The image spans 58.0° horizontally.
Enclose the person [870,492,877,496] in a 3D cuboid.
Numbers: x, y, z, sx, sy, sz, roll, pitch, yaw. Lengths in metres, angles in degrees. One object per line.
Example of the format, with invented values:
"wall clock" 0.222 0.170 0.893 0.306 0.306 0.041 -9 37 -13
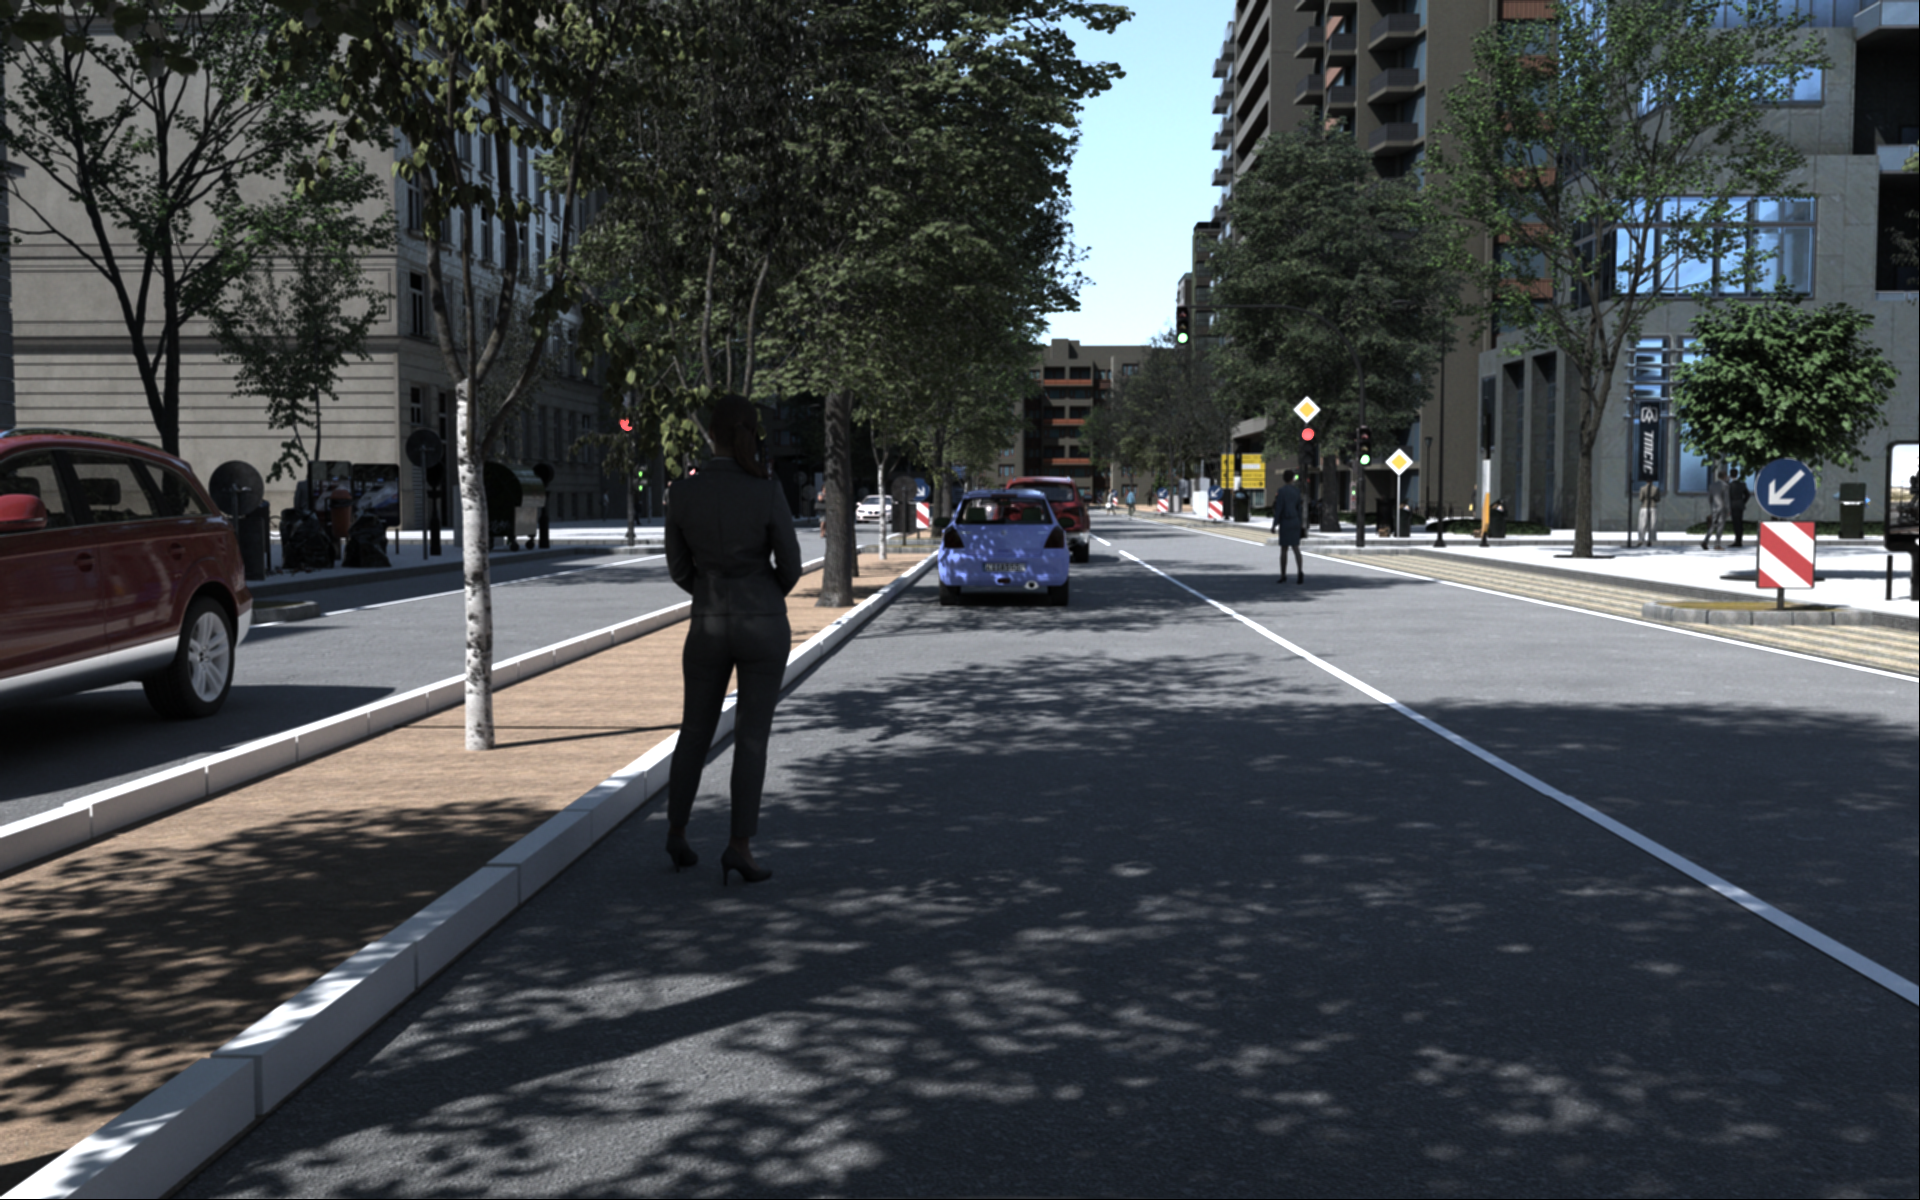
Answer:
"person" -9.934 -11.904 200.685 1.348 1.823 0.705 -3 5 -44

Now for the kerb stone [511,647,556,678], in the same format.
"kerb stone" -3.431 0.513 13.804 0.120 0.150 1.000 0 4 2

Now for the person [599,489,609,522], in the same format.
"person" -16.281 -4.334 79.497 0.503 1.515 0.523 2 4 35

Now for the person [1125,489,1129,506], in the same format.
"person" 17.998 -11.017 186.108 0.705 1.831 1.348 1 4 17

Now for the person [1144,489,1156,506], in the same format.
"person" 20.334 -10.965 185.457 1.348 1.807 0.705 2 4 30

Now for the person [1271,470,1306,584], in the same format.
"person" 5.268 -1.173 27.697 0.581 1.822 0.654 -1 4 -9

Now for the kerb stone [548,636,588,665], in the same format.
"kerb stone" -3.396 0.450 14.834 0.120 0.150 1.000 0 4 2

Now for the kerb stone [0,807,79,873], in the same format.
"kerb stone" -3.662 0.960 6.643 0.120 0.150 1.000 0 4 2

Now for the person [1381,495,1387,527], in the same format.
"person" 15.924 -3.312 64.882 0.352 1.250 0.332 2 4 35

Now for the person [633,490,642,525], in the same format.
"person" -13.340 -4.011 71.534 0.656 1.842 0.836 2 4 26

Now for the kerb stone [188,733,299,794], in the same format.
"kerb stone" -3.598 0.826 8.690 0.120 0.150 1.000 0 4 2

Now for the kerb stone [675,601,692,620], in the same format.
"kerb stone" -3.218 0.138 19.944 0.120 0.150 1.000 0 4 2

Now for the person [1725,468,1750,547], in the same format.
"person" 18.703 -2.229 41.845 0.648 1.900 0.474 -2 4 -29

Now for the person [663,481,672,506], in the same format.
"person" -11.131 -3.694 66.831 0.661 1.777 0.834 0 4 -5

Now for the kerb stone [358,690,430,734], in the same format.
"kerb stone" -3.533 0.703 10.733 0.120 0.150 1.000 0 4 2

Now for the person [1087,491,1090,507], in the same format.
"person" 13.699 -10.835 186.371 0.721 1.743 1.217 3 5 44

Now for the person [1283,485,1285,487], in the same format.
"person" 18.698 -5.734 100.073 0.850 1.792 0.678 0 4 4

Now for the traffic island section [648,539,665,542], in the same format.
"traffic island section" -7.796 -1.717 50.355 2.009 0.180 2.903 0 4 2

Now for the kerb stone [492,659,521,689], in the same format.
"kerb stone" -3.464 0.578 12.782 0.120 0.150 1.000 0 4 2

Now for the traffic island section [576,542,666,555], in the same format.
"traffic island section" -8.064 -1.229 42.375 2.009 0.180 2.903 0 4 2

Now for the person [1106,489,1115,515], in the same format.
"person" 10.203 -6.623 117.142 0.624 1.780 0.694 2 4 34

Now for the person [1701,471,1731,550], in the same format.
"person" 17.387 -2.049 39.666 0.853 1.813 0.709 -2 4 -30

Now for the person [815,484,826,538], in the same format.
"person" -4.433 -2.920 56.604 0.532 1.782 0.716 3 5 44

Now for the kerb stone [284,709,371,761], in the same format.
"kerb stone" -3.565 0.765 9.712 0.120 0.150 1.000 0 4 2

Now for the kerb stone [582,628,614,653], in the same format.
"kerb stone" -3.365 0.389 15.855 0.120 0.150 1.000 0 4 2

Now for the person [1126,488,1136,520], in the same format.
"person" 9.542 -5.378 96.772 0.444 1.785 0.601 -2 4 -32

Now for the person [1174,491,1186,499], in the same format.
"person" 17.169 -7.926 135.726 0.705 1.812 1.348 -3 4 -37

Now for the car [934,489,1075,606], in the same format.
"car" 0.598 -0.851 23.511 1.945 1.707 3.694 0 4 1

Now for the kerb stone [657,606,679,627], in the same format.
"kerb stone" -3.254 0.200 18.923 0.120 0.150 1.000 0 4 2

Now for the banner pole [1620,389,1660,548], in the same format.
"banner pole" 16.256 -3.138 41.324 0.863 3.779 0.401 1 4 11

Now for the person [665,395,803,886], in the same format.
"person" -0.849 0.141 6.466 0.520 1.790 0.573 0 4 -6

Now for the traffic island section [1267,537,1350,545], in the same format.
"traffic island section" 9.935 -1.681 49.757 2.009 0.180 2.903 0 4 2

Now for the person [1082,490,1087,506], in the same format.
"person" 10.834 -8.668 150.740 0.721 1.766 1.217 -2 4 -28

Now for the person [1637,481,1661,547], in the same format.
"person" 16.822 -2.185 42.313 0.519 1.759 0.362 1 4 13

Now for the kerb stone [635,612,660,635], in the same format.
"kerb stone" -3.287 0.263 17.902 0.120 0.150 1.000 0 4 2

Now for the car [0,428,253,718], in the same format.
"car" -5.852 -0.059 9.645 2.281 1.827 5.304 0 4 1

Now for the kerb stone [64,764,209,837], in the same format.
"kerb stone" -3.634 0.888 7.669 0.120 0.150 1.000 0 4 2

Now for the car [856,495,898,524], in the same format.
"car" -4.022 -4.491 85.785 2.083 1.381 4.827 0 4 4

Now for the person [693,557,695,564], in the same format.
"person" -5.054 -1.624 35.142 0.778 1.811 0.616 -3 5 -39

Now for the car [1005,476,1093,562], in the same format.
"car" 1.779 -1.784 37.848 2.281 1.827 5.304 0 4 3

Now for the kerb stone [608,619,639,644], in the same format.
"kerb stone" -3.320 0.325 16.880 0.120 0.150 1.000 0 4 2

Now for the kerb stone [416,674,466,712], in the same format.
"kerb stone" -3.500 0.640 11.755 0.120 0.150 1.000 0 4 2

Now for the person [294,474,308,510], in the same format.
"person" -13.716 -1.840 36.312 0.592 1.802 0.473 -2 4 -30

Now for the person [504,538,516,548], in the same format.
"person" -10.731 -1.895 41.276 0.306 1.304 0.590 1 4 15

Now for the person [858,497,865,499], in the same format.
"person" -8.192 -8.560 146.719 1.217 1.735 0.721 3 5 40

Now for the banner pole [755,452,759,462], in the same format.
"banner pole" -10.671 -6.083 89.466 0.401 3.779 0.863 3 5 43

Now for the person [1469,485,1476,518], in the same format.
"person" 27.022 -5.157 90.585 0.699 1.804 1.509 1 4 16
